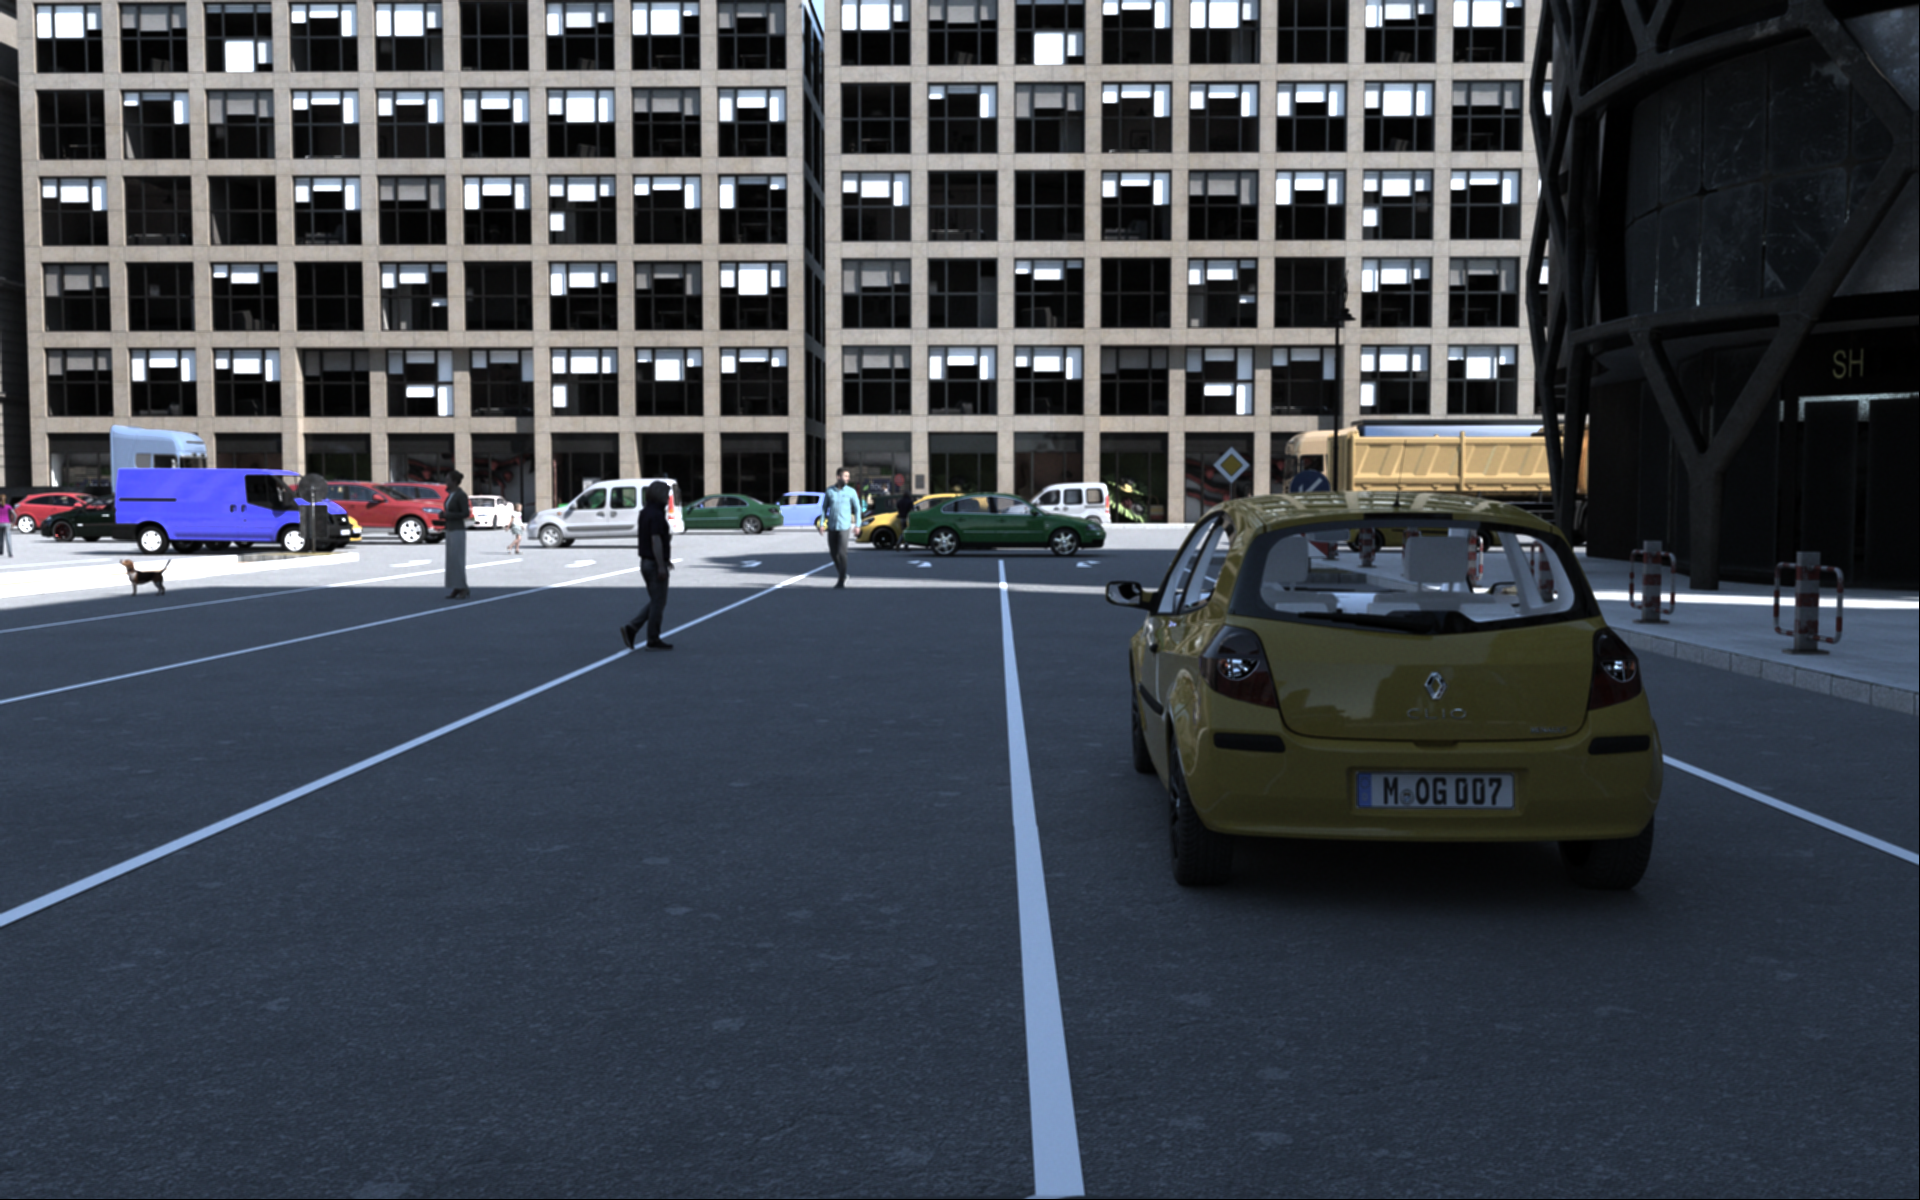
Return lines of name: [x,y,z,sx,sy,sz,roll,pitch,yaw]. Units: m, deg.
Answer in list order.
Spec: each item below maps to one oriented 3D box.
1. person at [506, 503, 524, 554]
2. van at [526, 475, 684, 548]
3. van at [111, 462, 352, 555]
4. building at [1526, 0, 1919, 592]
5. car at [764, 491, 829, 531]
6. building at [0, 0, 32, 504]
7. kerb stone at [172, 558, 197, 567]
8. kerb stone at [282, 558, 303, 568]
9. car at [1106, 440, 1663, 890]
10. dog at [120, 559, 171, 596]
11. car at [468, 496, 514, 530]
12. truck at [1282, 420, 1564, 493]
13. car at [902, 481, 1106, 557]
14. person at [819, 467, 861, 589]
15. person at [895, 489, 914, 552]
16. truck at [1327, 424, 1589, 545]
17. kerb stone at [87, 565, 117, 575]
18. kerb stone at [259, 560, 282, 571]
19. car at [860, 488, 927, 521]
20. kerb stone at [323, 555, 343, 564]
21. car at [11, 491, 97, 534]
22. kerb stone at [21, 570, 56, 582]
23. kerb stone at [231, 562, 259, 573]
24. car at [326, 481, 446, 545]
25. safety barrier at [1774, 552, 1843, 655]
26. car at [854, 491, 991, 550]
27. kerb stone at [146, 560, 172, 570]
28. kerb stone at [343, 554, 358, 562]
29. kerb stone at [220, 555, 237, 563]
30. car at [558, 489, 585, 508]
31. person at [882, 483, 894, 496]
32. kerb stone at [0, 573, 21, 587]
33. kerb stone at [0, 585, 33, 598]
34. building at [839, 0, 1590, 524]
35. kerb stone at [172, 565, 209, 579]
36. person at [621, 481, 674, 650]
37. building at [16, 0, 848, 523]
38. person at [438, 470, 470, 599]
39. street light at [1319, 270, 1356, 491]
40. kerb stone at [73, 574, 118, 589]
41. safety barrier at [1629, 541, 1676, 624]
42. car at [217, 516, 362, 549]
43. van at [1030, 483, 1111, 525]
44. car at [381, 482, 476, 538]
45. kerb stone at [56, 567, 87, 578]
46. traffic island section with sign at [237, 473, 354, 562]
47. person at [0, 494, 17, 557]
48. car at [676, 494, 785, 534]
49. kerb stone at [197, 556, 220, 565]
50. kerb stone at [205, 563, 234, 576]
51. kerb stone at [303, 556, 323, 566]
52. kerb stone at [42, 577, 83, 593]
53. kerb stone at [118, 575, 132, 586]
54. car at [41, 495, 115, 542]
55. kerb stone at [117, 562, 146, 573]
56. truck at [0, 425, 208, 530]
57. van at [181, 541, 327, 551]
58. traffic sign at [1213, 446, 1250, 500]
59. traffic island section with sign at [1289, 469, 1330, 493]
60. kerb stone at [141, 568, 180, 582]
person: [-10.646,-1.713,41.519,0.382,1.210,0.505,1,4,11]
van: [-9.506,-2.409,46.407,4.112,2.044,2.013,0,4,0]
van: [-17.255,-2.259,41.317,5.245,2.365,2.240,0,4,2]
building: [17.839,-9.729,26.523,16.820,18.784,16.811,0,4,1]
car: [-6.483,-3.524,67.202,3.694,1.707,1.945,0,4,2]
building: [-53.502,-18.030,82.181,23.554,28.519,14.401,0,4,1]
kerb stone: [-15.198,-0.705,33.720,0.120,0.150,1.000,0,4,1]
kerb stone: [-13.102,-0.701,33.739,0.120,0.150,1.000,0,4,1]
car: [1.682,0.152,7.731,2.015,1.641,3.980,0,4,3]
dog: [-11.519,-0.319,24.510,0.406,0.507,0.540,2,4,30]
car: [-19.381,-3.538,70.208,2.083,1.381,4.827,0,4,-1]
truck: [17.477,-4.741,66.435,11.283,4.237,2.839,0,4,1]
car: [1.026,-1.919,40.166,4.718,1.807,1.959,0,4,2]
person: [-1.787,-1.108,26.485,0.638,1.841,0.748,1,4,22]
person: [-1.416,-1.980,43.078,0.471,1.553,0.569,-1,4,-20]
truck: [15.285,-3.182,47.944,9.791,3.379,3.469,0,4,-1]
kerb stone: [-15.267,-0.513,30.634,0.120,0.150,1.000,0,4,1]
kerb stone: [-13.128,-0.643,32.711,0.120,0.150,1.000,0,4,1]
car: [-1.046,-2.676,53.535,4.222,1.686,2.009,0,4,2]
kerb stone: [-13.059,-0.832,35.796,0.120,0.150,1.000,0,4,1]
car: [-32.268,-3.322,63.356,4.494,1.783,2.155,0,4,3]
kerb stone: [-15.299,-0.389,28.577,0.120,0.150,1.000,0,4,1]
kerb stone: [-13.142,-0.576,31.675,0.120,0.150,1.000,0,4,1]
car: [-17.152,-2.528,50.010,5.304,1.827,2.281,0,4,2]
safety barrier: [6.800,0.023,13.903,0.300,0.817,1.120,0,4,1]
car: [-0.744,-2.124,44.950,3.980,1.641,2.015,0,4,2]
kerb stone: [-15.228,-0.641,32.689,0.120,0.150,1.000,0,4,1]
kerb stone: [-13.041,-0.894,36.831,0.120,0.150,1.000,0,4,1]
kerb stone: [-15.158,-0.831,35.786,0.120,0.150,1.000,0,4,1]
car: [-13.960,-3.750,70.112,4.718,1.807,1.959,0,4,0]
person: [-2.764,-3.478,65.321,0.822,1.834,0.622,0,4,-5]
kerb stone: [-15.322,-0.327,27.545,0.120,0.150,1.000,0,4,1]
kerb stone: [-13.291,-0.134,24.454,0.120,0.150,1.000,0,4,1]
building: [11.400,-17.051,83.299,34.151,26.468,19.350,0,4,1]
kerb stone: [-13.179,-0.454,29.613,0.120,0.150,1.000,0,4,1]
person: [-2.853,-0.318,15.907,0.471,1.553,0.569,1,4,8]
building: [-23.554,-17.129,84.581,34.151,26.468,19.350,0,4,1]
person: [-6.974,-0.903,23.813,0.362,1.759,0.519,-3,4,-39]
street light: [7.796,-3.859,35.890,0.468,5.910,1.993,0,4,1]
kerb stone: [-13.249,-0.264,26.511,0.120,0.150,1.000,0,4,1]
safety barrier: [6.864,-0.178,17.183,0.300,0.817,1.120,0,4,1]
car: [-17.968,-2.188,46.001,3.980,1.641,2.015,0,4,1]
van: [3.437,-3.429,63.074,4.112,2.044,2.013,0,4,1]
car: [-18.323,-2.873,55.654,5.304,1.827,2.281,0,4,2]
kerb stone: [-15.286,-0.453,29.607,0.120,0.150,1.000,0,4,1]
traffic island section with sign: [-14.080,-1.769,37.066,2.006,1.907,1.989,0,4,1]
person: [-21.675,-1.682,39.231,0.726,1.435,0.776,-2,4,-32]
car: [-8.777,-3.087,62.270,4.920,1.459,2.131,0,4,0]
kerb stone: [-15.176,-0.768,34.757,0.120,0.150,1.000,0,4,1]
kerb stone: [-13.164,-0.517,30.647,0.120,0.150,1.000,0,4,1]
kerb stone: [-13.085,-0.769,34.766,0.120,0.150,1.000,0,4,1]
kerb stone: [-13.269,-0.201,25.483,0.120,0.150,1.000,0,4,1]
kerb stone: [-13.229,-0.319,27.540,0.120,0.150,1.000,0,4,1]
car: [-25.327,-2.583,52.013,4.222,1.686,2.009,0,4,3]
kerb stone: [-15.241,-0.579,31.662,0.120,0.150,1.000,0,4,1]
truck: [-38.758,-4.812,68.432,18.799,4.110,2.967,0,4,-1]
van: [-17.855,-2.255,43.889,4.112,2.044,2.013,0,4,1]
traffic sign: [5.687,-2.001,36.355,0.795,2.450,0.064,0,4,1]
traffic island section with sign: [5.559,-1.230,28.743,1.989,1.847,2.006,0,4,1]
kerb stone: [-13.206,-0.388,28.577,0.120,0.150,1.000,0,4,1]
